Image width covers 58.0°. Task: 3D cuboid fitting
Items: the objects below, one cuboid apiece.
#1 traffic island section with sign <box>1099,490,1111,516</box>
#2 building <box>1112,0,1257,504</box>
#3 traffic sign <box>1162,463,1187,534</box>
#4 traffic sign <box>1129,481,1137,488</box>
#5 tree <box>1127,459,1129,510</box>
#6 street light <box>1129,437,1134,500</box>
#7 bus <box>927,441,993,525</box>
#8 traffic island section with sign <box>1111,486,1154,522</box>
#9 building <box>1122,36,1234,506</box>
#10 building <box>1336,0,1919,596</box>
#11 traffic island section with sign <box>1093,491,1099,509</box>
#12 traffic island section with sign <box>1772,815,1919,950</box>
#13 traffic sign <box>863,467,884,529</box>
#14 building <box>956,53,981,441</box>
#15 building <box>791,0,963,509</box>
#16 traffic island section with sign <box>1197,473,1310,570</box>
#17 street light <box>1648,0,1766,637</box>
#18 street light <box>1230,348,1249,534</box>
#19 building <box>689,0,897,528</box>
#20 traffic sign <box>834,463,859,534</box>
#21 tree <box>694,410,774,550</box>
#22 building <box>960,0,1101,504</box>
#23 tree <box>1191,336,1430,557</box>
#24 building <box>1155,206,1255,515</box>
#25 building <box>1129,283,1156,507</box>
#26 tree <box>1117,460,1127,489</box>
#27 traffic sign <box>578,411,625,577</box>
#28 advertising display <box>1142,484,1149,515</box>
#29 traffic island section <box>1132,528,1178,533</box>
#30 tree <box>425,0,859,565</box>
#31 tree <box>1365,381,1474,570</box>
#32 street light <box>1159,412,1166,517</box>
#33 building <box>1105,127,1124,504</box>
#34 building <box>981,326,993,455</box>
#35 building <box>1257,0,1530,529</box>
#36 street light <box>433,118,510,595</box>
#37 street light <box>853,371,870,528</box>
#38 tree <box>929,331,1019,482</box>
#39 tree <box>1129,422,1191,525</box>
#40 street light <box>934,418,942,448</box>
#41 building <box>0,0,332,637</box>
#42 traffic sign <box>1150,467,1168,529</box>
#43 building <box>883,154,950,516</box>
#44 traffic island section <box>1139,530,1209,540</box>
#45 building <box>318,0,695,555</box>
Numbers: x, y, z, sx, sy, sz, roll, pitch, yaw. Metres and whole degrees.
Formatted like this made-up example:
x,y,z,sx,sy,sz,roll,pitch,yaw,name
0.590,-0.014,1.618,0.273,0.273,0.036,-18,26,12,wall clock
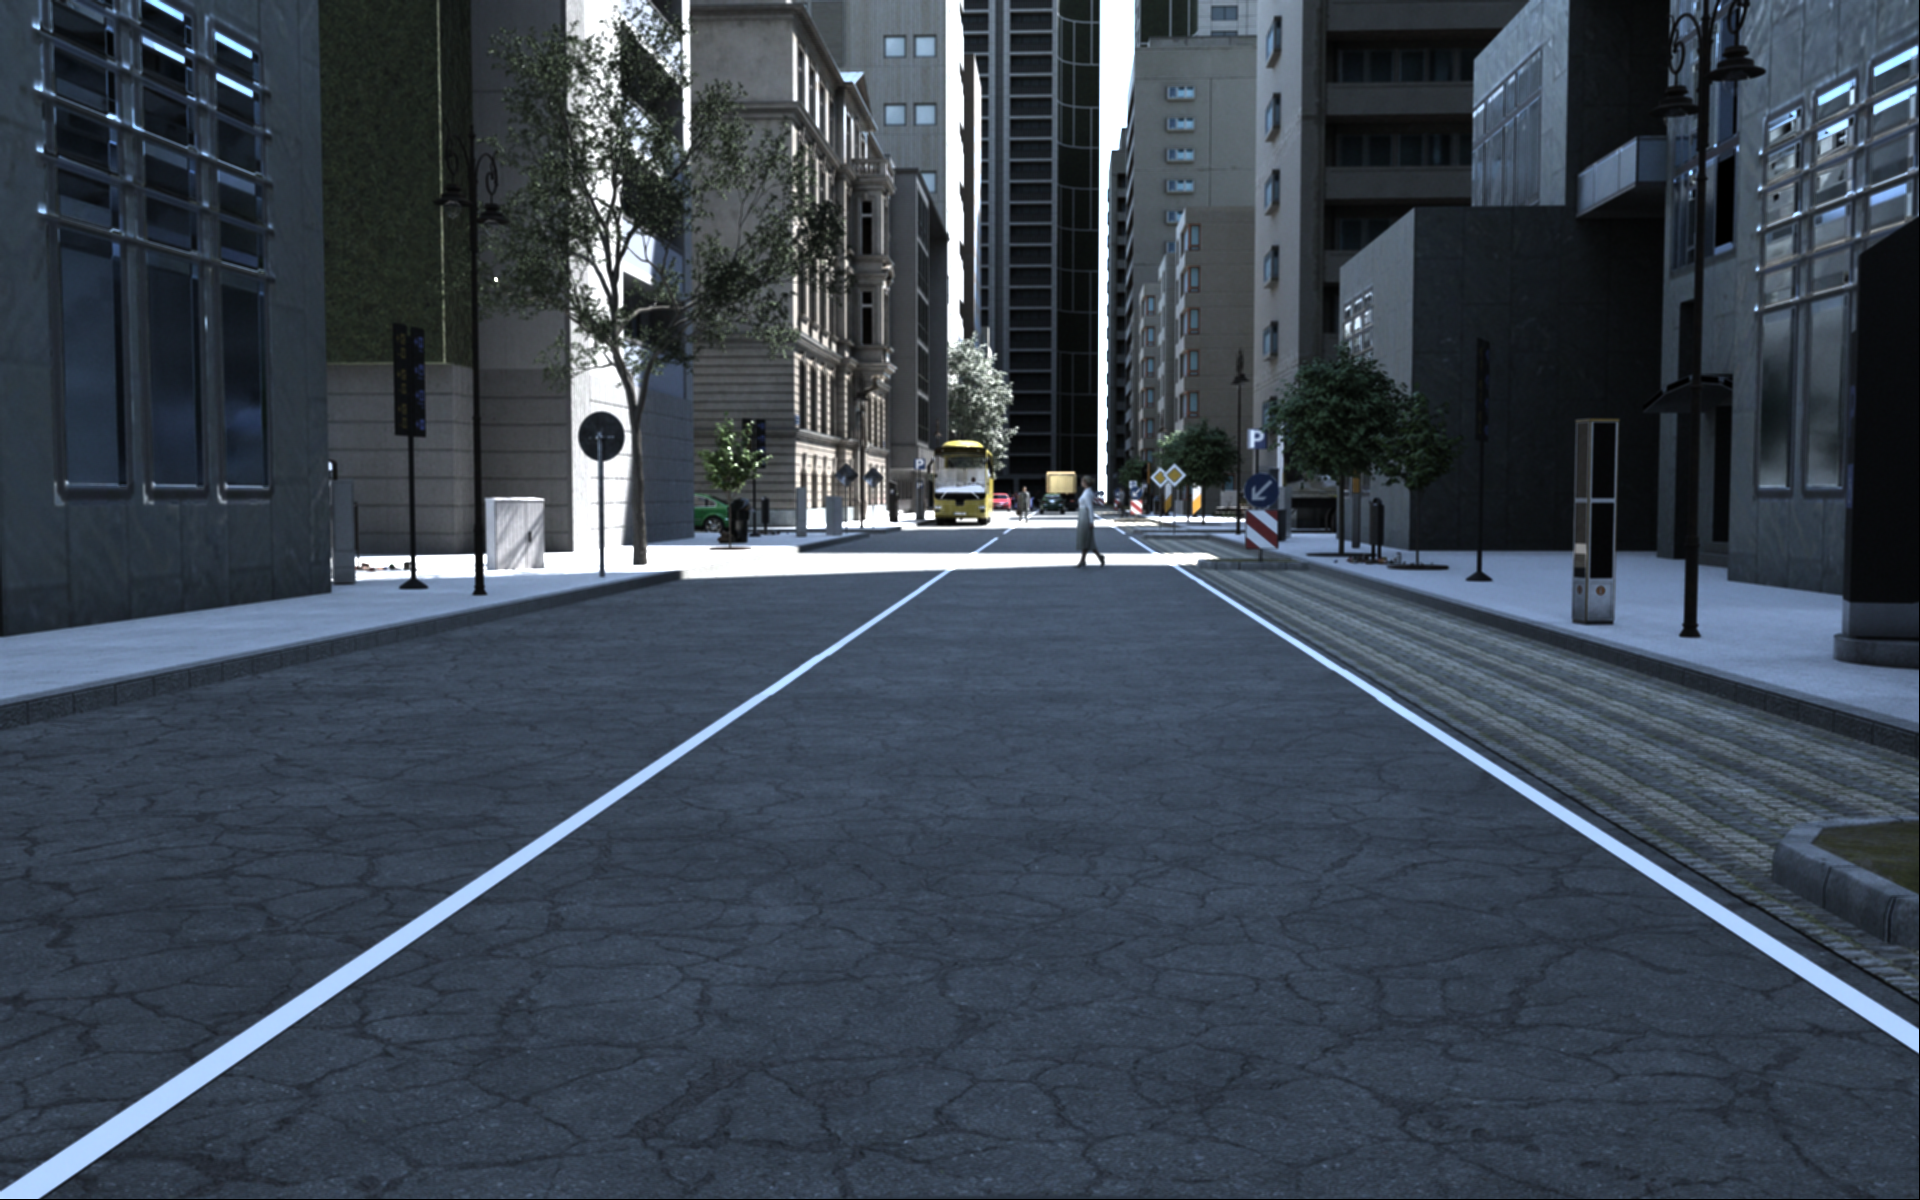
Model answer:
x,y,z,sx,sy,sz,roll,pitch,yaw,name
10.459,-6.535,115.469,1.989,1.847,2.006,0,4,3,traffic island section with sign
28.494,-46.664,201.206,20.563,71.187,20.611,0,4,3,building
6.883,-3.180,55.634,0.795,2.450,0.064,0,4,3,traffic sign
13.222,-7.966,132.381,0.606,2.300,0.079,1,4,11,traffic sign
10.342,-5.825,78.950,4.285,4.588,4.351,0,3,0,tree
13.645,-10.074,137.505,0.468,5.910,1.993,0,4,3,street light
0.226,-5.617,83.379,2.896,3.916,12.252,0,4,2,bus
8.838,-4.869,88.237,1.989,1.847,2.006,0,4,3,traffic island section with sign
28.350,-34.074,180.803,21.300,48.544,21.600,0,4,3,building
21.025,-43.933,30.973,22.319,86.520,31.000,0,4,3,building
13.418,-9.604,165.654,1.989,1.847,2.006,0,4,3,traffic island section with sign
3.954,0.171,5.835,1.989,1.847,2.006,0,4,3,traffic island section with sign
-3.220,-3.707,64.249,0.795,2.450,0.064,0,4,3,traffic sign
-5.108,-32.046,174.063,14.600,45.320,14.200,0,4,3,building
-13.695,-34.511,153.498,28.713,52.752,27.495,0,4,3,building
5.592,-1.506,33.252,1.989,1.847,2.006,0,4,3,traffic island section with sign
6.565,-2.606,15.398,0.468,5.910,1.993,0,4,3,street light
8.850,-5.023,54.914,0.468,5.910,1.993,0,4,3,street light
-10.392,-16.116,82.582,14.460,24.649,34.723,0,4,3,building
-3.691,-3.219,56.278,0.795,2.450,0.064,0,4,3,traffic sign
-5.397,-2.772,39.929,1.663,3.219,1.824,0,3,0,tree
8.410,-48.537,231.829,20.611,71.187,20.563,0,4,3,building
7.911,-3.203,36.081,4.285,4.588,4.351,0,3,0,tree
28.187,-16.698,118.055,27.650,21.520,28.899,0,4,3,building
29.706,-19.011,155.865,27.650,21.520,28.899,0,4,3,building
14.444,-9.602,140.704,4.285,4.588,4.351,0,3,0,tree
-5.542,-1.629,26.742,0.768,2.556,0.104,1,4,13,traffic sign
11.438,-6.212,106.772,0.123,1.923,0.974,-1,4,-14,advertising display
7.379,-2.532,63.681,2.009,0.180,2.903,0,4,3,traffic island section
-5.683,-5.926,31.300,8.767,10.594,7.601,1,4,12,tree
7.750,-2.150,29.760,1.663,3.219,1.824,0,3,0,tree
11.466,-7.676,98.293,0.468,5.910,1.993,0,4,3,street light
30.299,-37.168,231.390,21.600,48.544,21.300,0,4,3,building
-11.130,-21.815,201.711,28.899,21.520,27.650,0,4,3,building
23.493,-27.434,72.240,21.600,48.544,21.300,0,4,3,building
-6.111,-3.001,21.857,0.468,5.910,1.993,0,4,3,street light
-3.692,-5.631,64.861,0.468,5.910,1.993,0,4,3,street light
-0.295,-13.965,134.990,9.857,13.997,8.962,0,3,0,tree
10.218,-5.405,72.089,4.285,4.588,4.351,0,3,0,tree
-1.342,-8.058,104.533,0.468,5.910,1.993,0,4,3,street light
-18.230,-42.343,4.976,22.319,86.520,31.000,0,4,3,building
7.355,-3.667,63.605,0.795,2.450,0.064,0,4,3,traffic sign
-8.713,-18.110,115.160,14.314,24.678,30.058,0,4,3,building
6.907,-2.045,55.710,2.009,0.180,2.903,0,4,3,traffic island section
-22.041,-30.792,45.451,28.212,58.520,21.231,0,4,3,building
